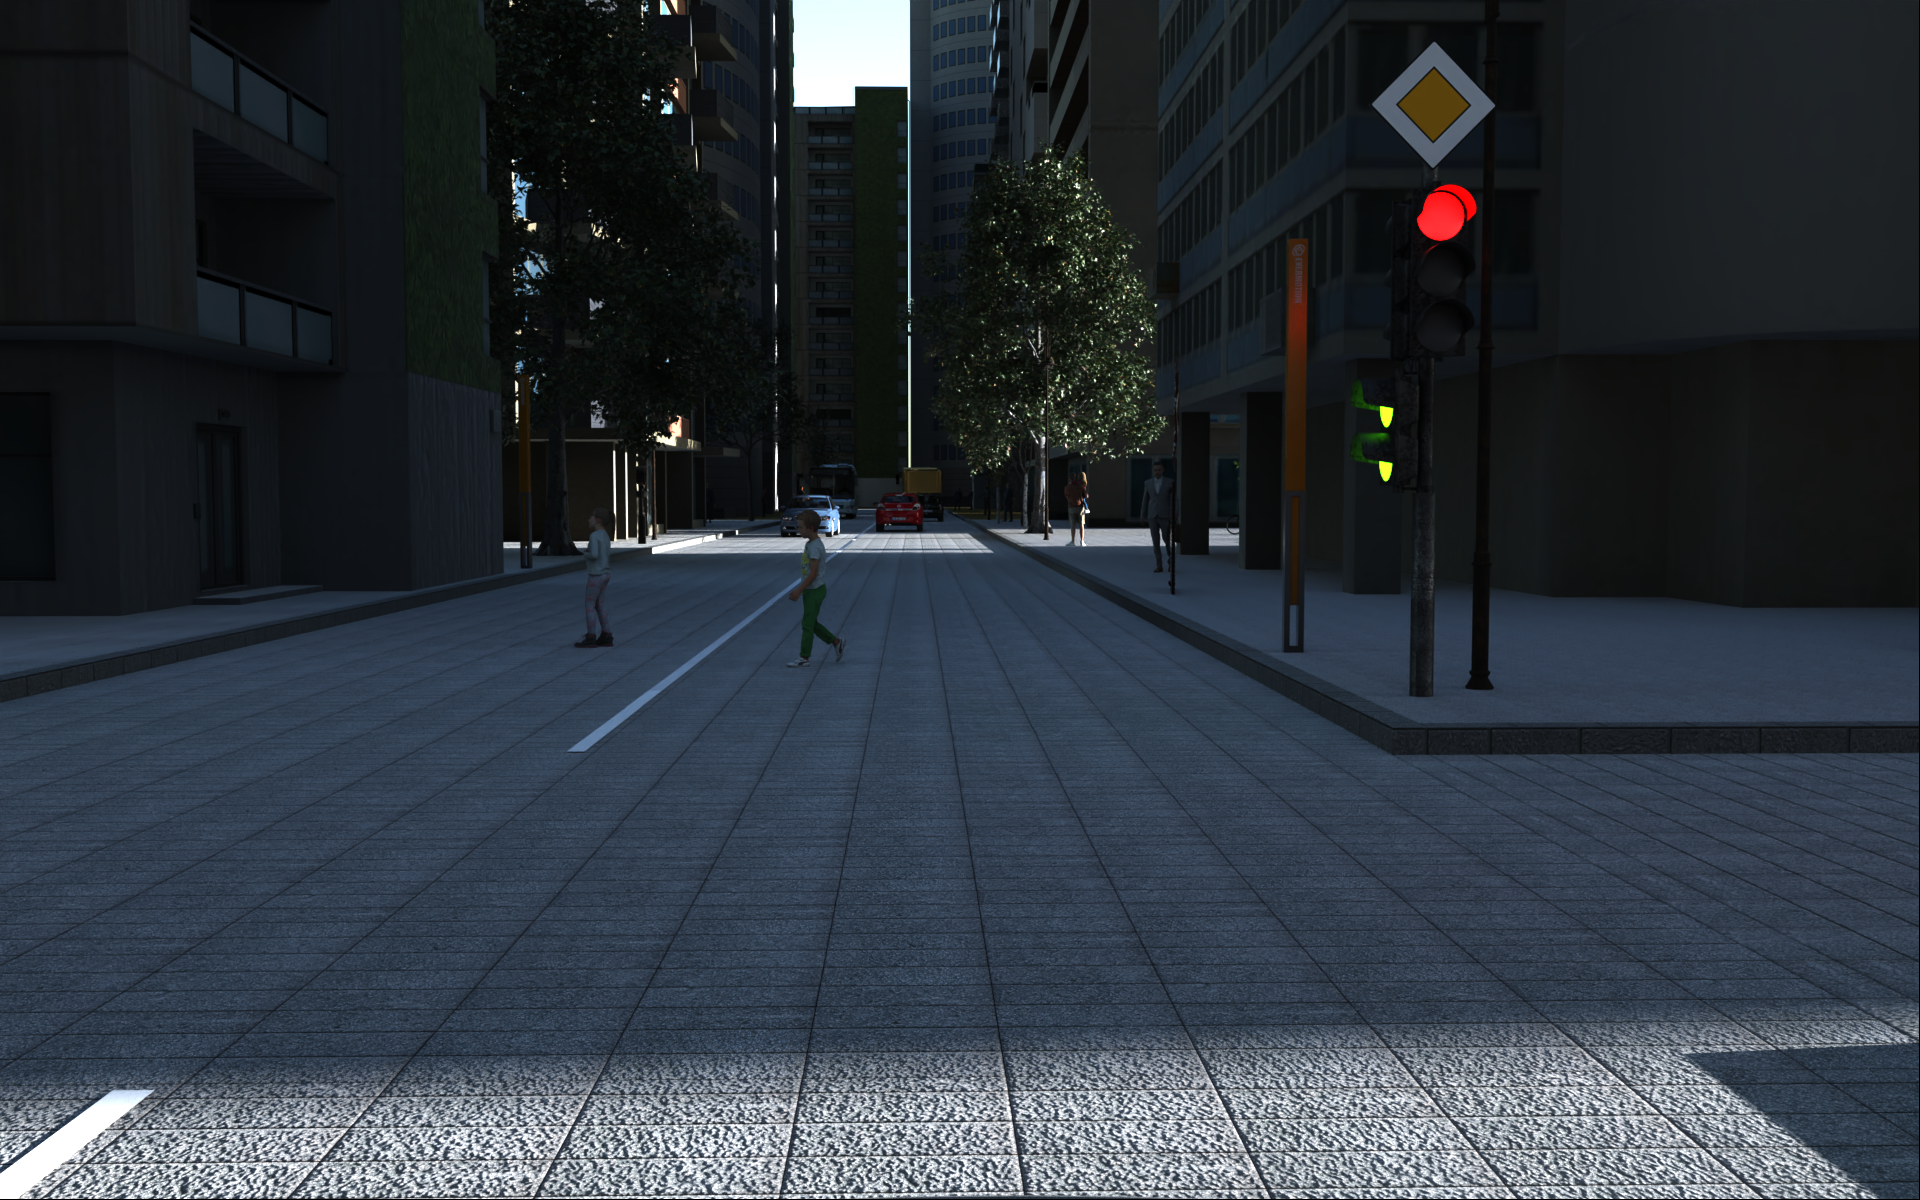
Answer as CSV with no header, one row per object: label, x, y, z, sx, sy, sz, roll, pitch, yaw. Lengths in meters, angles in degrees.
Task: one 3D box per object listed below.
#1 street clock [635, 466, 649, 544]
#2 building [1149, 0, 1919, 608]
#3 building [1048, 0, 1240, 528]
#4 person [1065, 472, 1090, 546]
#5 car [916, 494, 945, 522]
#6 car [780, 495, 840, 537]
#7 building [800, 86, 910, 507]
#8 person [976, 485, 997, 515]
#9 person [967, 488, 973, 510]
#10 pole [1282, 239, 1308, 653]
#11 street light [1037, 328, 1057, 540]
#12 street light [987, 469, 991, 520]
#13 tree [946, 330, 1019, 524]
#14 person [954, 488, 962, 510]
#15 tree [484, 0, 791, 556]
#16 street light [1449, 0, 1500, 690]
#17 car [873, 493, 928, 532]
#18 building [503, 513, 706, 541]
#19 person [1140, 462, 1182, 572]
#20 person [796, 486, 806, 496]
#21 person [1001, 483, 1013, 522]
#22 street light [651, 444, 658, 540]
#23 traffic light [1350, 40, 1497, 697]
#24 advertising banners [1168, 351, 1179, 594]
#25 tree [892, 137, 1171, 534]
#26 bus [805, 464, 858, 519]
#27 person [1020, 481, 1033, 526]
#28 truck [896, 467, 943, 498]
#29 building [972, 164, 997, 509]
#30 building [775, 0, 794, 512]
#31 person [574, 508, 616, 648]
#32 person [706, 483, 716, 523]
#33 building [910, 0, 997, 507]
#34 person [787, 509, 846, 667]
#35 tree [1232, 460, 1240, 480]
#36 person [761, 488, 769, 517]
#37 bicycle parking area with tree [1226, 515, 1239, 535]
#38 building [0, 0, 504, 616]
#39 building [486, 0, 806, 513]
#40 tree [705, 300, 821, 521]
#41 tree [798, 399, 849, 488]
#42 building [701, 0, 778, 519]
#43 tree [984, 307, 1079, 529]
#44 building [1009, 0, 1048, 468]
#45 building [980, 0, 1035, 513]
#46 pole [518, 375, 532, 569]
street clock,-8.197,-2.449,44.615,0.358,2.002,0.471,0,4,-4
building,16.078,-20.494,26.961,23.993,40.220,32.217,0,4,-2
building,15.249,-27.600,74.960,21.300,48.544,21.600,0,4,-2
person,2.927,-2.257,42.918,0.580,1.828,0.573,-3,5,-42
car,-1.755,-4.979,91.189,2.009,1.686,4.222,0,4,-2
car,-5.093,-2.887,59.211,2.014,1.417,4.499,0,4,0
building,-12.145,-30.200,177.364,14.086,41.232,14.154,0,4,-2
person,1.668,-6.122,106.217,1.350,1.814,0.705,-1,4,-12
person,0.796,-8.209,140.706,0.568,1.767,0.683,-1,4,-20
pole,2.704,-1.232,13.982,0.158,3.312,0.155,0,3,0
street light,2.418,-4.619,48.312,0.468,5.910,1.993,0,4,-2
street light,1.430,-6.886,85.379,0.468,5.910,1.993,0,4,-2
tree,1.434,-7.613,74.835,4.737,8.622,4.395,0,3,0
person,-0.177,-7.878,135.291,0.683,1.767,0.568,0,4,-7
tree,-8.320,-7.274,35.931,9.611,12.733,9.660,0,3,0
street light,3.427,-2.352,11.246,0.468,5.910,1.993,0,4,-2
car,-2.321,-3.548,67.050,2.155,1.783,4.494,0,4,-1
building,-19.350,-24.672,58.018,22.147,44.769,28.867,0,4,-2
person,3.293,-1.361,28.414,0.709,1.813,0.853,1,4,16
person,-10.425,-6.605,114.065,0.705,1.821,1.348,-3,5,-44
person,2.175,-4.534,80.347,0.590,1.801,0.661,2,4,35
street light,-8.577,-4.626,48.422,0.468,5.910,1.993,0,4,-2
traffic light,2.915,-1.344,10.900,0.839,4.253,0.868,0,4,-2
advertising banners,2.752,-1.597,22.297,0.090,3.025,2.074,0,4,6
tree,2.603,-8.516,56.246,9.611,12.733,9.660,0,3,0
bus,-7.491,-6.649,103.563,2.948,3.499,13.247,0,4,-2
person,2.684,-3.839,68.984,0.590,1.801,0.661,3,5,42
truck,-2.817,-7.860,124.431,3.469,3.379,9.791,0,4,-3
building,8.033,-23.397,154.243,14.160,30.474,14.107,0,4,-2
building,-19.074,-26.793,121.661,14.154,41.232,14.086,0,4,-2
person,-3.419,-0.210,16.216,0.394,1.301,0.425,0,4,-8
person,-11.093,-4.290,76.603,0.576,1.772,0.534,-1,4,-9
building,8.912,-39.056,180.560,28.212,58.520,21.231,0,4,-2
person,-1.193,-0.105,14.458,0.590,1.304,0.306,-2,4,-35
tree,8.006,-3.136,45.869,1.663,3.219,1.824,0,3,0
person,-10.707,-5.364,95.214,0.415,1.643,0.593,-3,4,-37
bicycle parking area with tree,12.199,-3.940,51.425,9.016,4.147,8.231,1,4,15
building,-14.215,-20.560,19.753,14.154,41.232,14.086,0,4,-2
building,-27.824,-30.221,148.742,28.867,44.769,22.147,0,4,-2
tree,-10.216,-9.012,81.752,7.601,10.594,8.767,-2,4,-24
tree,-10.944,-11.271,134.635,4.360,8.622,3.978,0,3,0
building,-22.219,-34.088,99.335,21.231,58.520,28.212,0,4,-2
tree,2.435,-6.946,63.936,4.360,8.622,3.978,0,3,0
building,16.995,-31.359,101.953,28.713,52.752,27.495,0,4,-2
building,13.673,-31.286,131.137,23.786,49.044,30.456,0,4,-2
pole,-7.476,-2.197,29.770,0.158,3.312,0.155,0,3,0
